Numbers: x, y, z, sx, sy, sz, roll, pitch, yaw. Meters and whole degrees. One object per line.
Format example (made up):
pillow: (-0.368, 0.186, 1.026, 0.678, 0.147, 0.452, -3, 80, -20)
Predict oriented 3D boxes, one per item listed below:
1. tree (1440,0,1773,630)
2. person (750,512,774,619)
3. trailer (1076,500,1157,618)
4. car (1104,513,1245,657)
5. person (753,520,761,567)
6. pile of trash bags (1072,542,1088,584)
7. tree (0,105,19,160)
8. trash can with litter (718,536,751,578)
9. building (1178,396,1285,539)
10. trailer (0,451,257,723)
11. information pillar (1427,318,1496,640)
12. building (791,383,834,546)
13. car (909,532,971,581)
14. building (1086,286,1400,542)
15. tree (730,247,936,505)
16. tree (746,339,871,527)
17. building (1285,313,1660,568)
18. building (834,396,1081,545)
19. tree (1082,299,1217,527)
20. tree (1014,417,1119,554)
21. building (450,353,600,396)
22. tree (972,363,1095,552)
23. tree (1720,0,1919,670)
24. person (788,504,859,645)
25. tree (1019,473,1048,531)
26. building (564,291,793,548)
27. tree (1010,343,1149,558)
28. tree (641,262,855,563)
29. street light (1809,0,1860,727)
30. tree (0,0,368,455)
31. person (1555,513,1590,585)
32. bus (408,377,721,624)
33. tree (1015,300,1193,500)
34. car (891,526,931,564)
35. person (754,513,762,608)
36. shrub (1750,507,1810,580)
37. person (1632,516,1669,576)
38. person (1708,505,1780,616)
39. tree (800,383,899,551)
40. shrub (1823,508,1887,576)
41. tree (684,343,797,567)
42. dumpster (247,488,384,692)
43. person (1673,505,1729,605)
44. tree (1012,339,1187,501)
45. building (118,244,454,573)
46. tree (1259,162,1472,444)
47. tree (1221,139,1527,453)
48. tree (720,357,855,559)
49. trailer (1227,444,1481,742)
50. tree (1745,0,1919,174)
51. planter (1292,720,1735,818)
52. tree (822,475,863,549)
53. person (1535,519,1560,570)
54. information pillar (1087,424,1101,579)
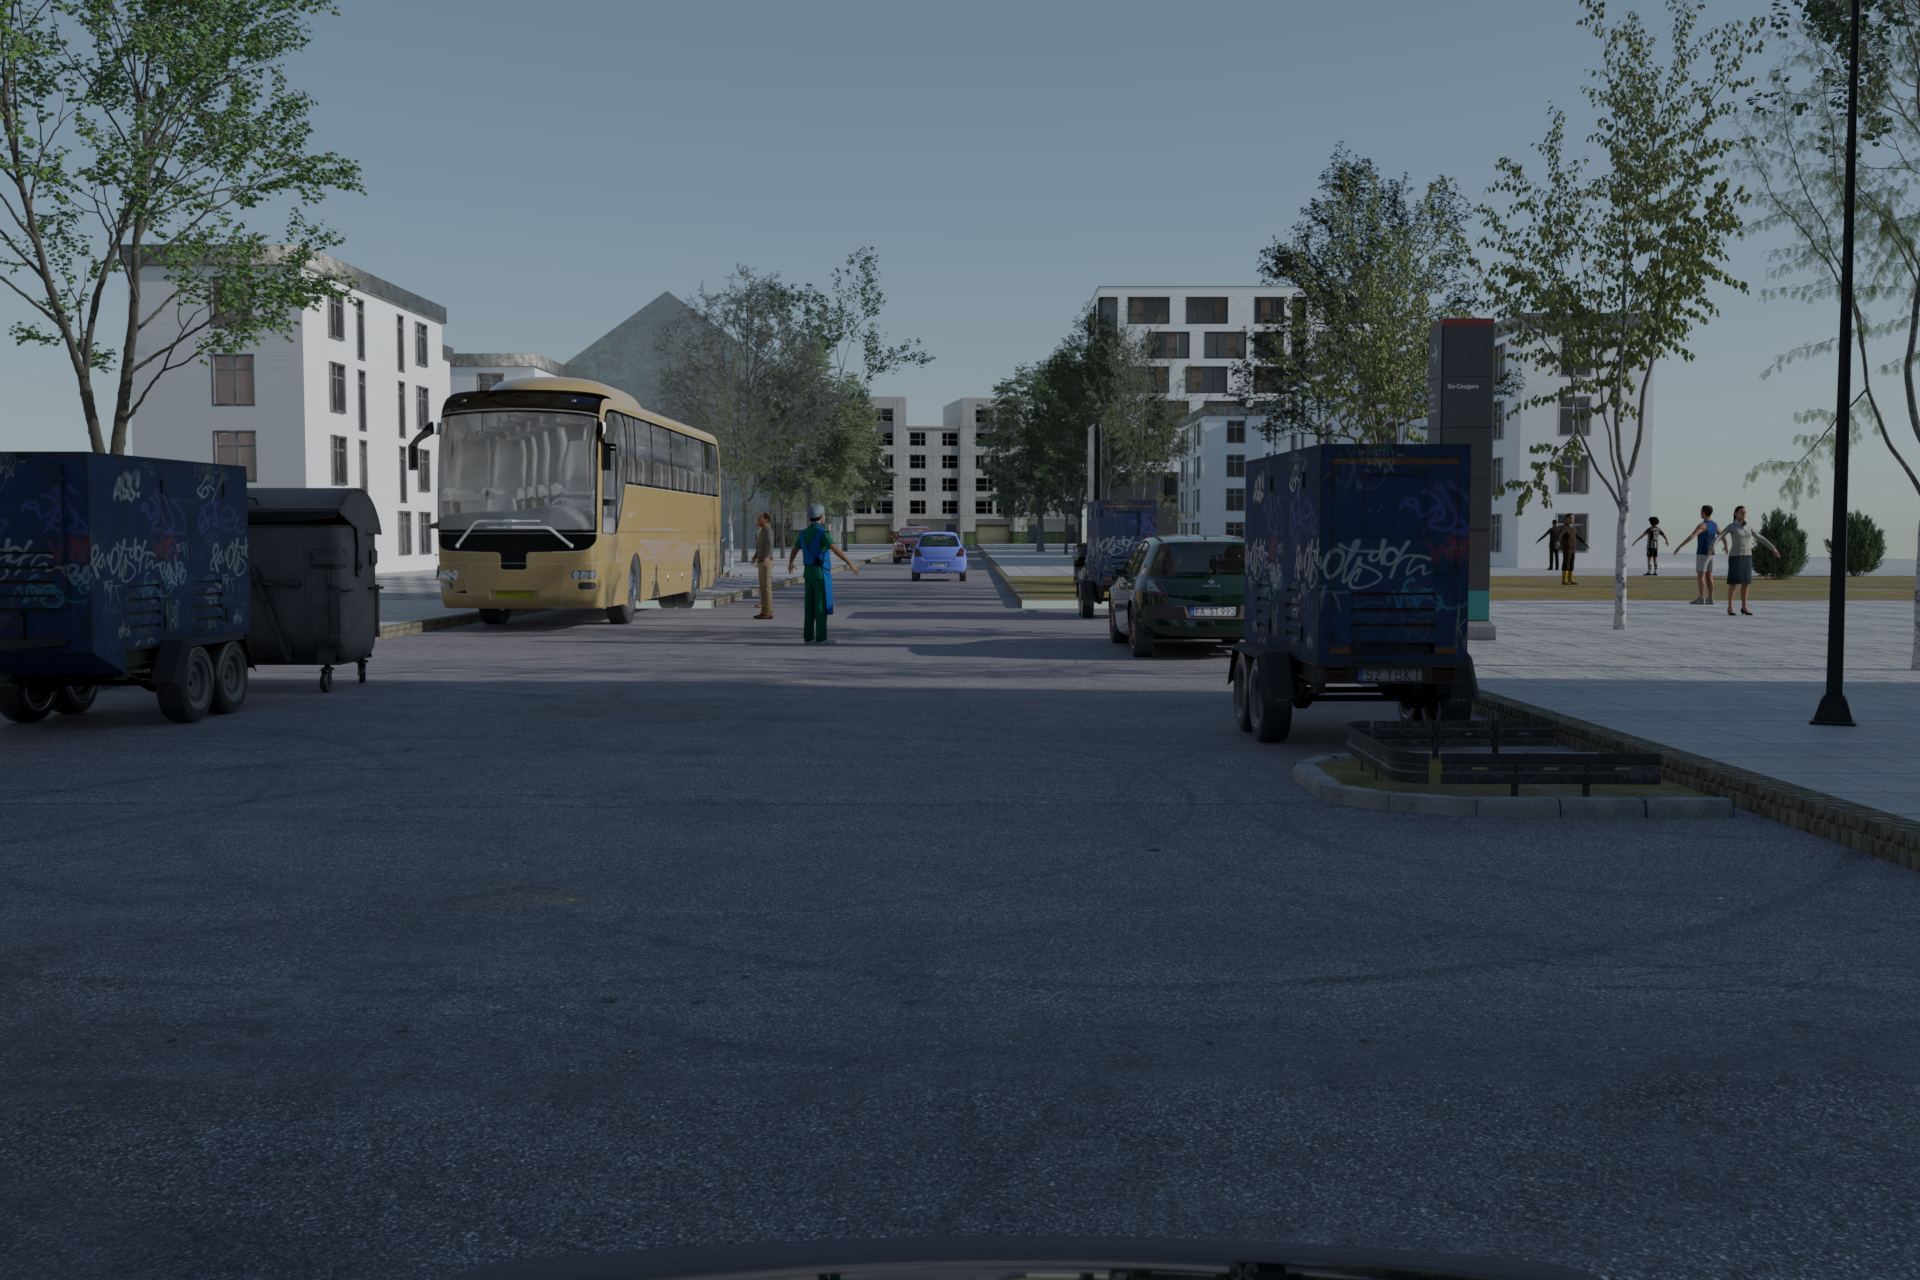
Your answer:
tree: (8.833, -4.457, 23.237, 4.737, 8.622, 4.395, 0, 3, 0)
person: (-3.315, -1.253, 29.220, 0.705, 1.796, 1.348, -1, 4, -16)
trailer: (2.786, -1.440, 30.601, 1.471, 1.999, 3.904, 0, 4, 0)
car: (2.840, -0.719, 21.551, 2.009, 1.686, 4.222, 0, 4, 0)
person: (-7.780, -3.722, 66.707, 0.705, 1.847, 1.347, -1, 4, -12)
pile of trash bags: (3.860, -2.152, 44.933, 1.912, 1.369, 3.447, 0, 4, 1)
tree: (-12.270, -4.124, 17.783, 4.737, 8.622, 4.395, 0, 3, 0)
trash can with litter: (-6.974, -2.488, 51.735, 1.678, 1.210, 2.233, 0, 4, 1)
building: (20.505, -10.514, 114.048, 9.099, 9.664, 28.070, 0, 4, 0)
trailer: (-6.499, -0.348, 12.739, 1.471, 1.999, 3.904, 0, 3, 0)
information pillar: (6.089, -1.942, 21.132, 0.750, 3.857, 0.750, 0, 4, 1)
building: (-24.219, -20.627, 203.709, 16.747, 18.905, 31.486, 0, 4, -1)
car: (-0.636, -2.698, 53.706, 1.945, 1.707, 3.694, 0, 4, 0)
building: (25.432, -19.278, 159.171, 27.936, 21.610, 32.646, 0, 4, 0)
tree: (-8.318, -15.759, 113.546, 12.611, 20.169, 13.585, 0, 3, 0)
tree: (-8.826, -11.159, 100.580, 7.486, 12.596, 7.792, 0, 3, 0)
building: (21.978, -8.420, 79.822, 9.099, 9.664, 28.070, 0, 3, 0)
building: (-1.000, -22.132, 230.768, 31.486, 18.905, 16.747, -1, 4, -9)
tree: (5.629, -6.368, 54.477, 4.360, 8.622, 3.978, 0, 3, 0)
tree: (6.980, -10.695, 109.282, 7.601, 10.594, 8.767, -3, 4, -36)
building: (-24.189, -9.325, 94.616, 9.099, 9.664, 28.070, 0, 3, 0)
tree: (5.770, -13.406, 125.839, 9.857, 13.997, 8.962, 0, 3, 0)
tree: (8.953, -4.008, 15.894, 4.360, 8.622, 3.978, 0, 3, 0)
person: (-1.840, -0.854, 22.549, 1.347, 1.817, 0.704, 3, 5, 45)
tree: (6.215, -11.598, 139.985, 4.737, 8.622, 4.395, 0, 3, 0)
building: (-26.347, -20.493, 165.983, 19.493, 23.208, 18.063, 0, 4, 1)
tree: (6.377, -10.169, 92.022, 9.928, 11.665, 9.643, 0, 3, 0)
tree: (-9.586, -10.217, 77.419, 12.009, 13.543, 11.850, 0, 3, 0)
street light: (6.447, -2.384, 11.521, 1.470, 5.913, 1.316, 0, 3, 0)
tree: (-12.986, -6.139, 26.130, 9.928, 11.665, 9.643, 0, 3, 0)
person: (15.410, -2.301, 43.756, 1.346, 1.812, 0.704, -3, 4, -36)
bus: (-6.401, -2.403, 30.844, 2.896, 3.916, 12.252, 0, 4, 1)
tree: (5.740, -8.291, 69.966, 7.601, 10.594, 8.767, -1, 4, -12)
car: (-2.228, -4.681, 85.215, 2.281, 1.827, 5.304, 0, 3, 0)
person: (-3.856, -1.558, 33.791, 0.705, 1.847, 1.347, -1, 4, -10)
shrub: (23.035, -2.734, 48.740, 1.661, 2.075, 1.752, 0, 3, 0)
person: (21.360, -2.894, 53.465, 1.345, 1.843, 0.704, -1, 4, -18)
person: (12.330, -1.251, 27.289, 1.217, 1.735, 0.721, -1, 4, -9)
tree: (-8.336, -12.866, 128.484, 7.486, 12.596, 7.792, 0, 3, 0)
shrub: (27.213, -2.972, 52.641, 1.661, 2.075, 1.752, 0, 3, 0)
tree: (-9.092, -7.159, 67.413, 4.360, 8.622, 3.978, 0, 3, 0)
dumpster: (-6.446, -0.482, 16.092, 1.865, 1.857, 1.264, 0, 3, 0)
person: (13.555, -1.552, 31.539, 1.345, 1.807, 0.704, -2, 4, -26)
tree: (6.366, -8.912, 80.121, 8.767, 10.594, 7.601, 1, 4, 10)
building: (-23.571, -7.474, 64.346, 9.099, 9.664, 28.070, 0, 4, 0)
tree: (8.222, -5.110, 33.914, 4.737, 8.622, 4.395, 0, 3, 0)
tree: (9.799, -6.556, 41.607, 7.601, 10.594, 8.767, 0, 4, 5)
tree: (-9.068, -9.536, 90.322, 8.767, 10.594, 7.601, 2, 4, 28)
trailer: (2.731, -0.360, 12.939, 1.471, 1.999, 3.904, 0, 4, -1)
tree: (24.759, -11.210, 39.171, 12.611, 20.169, 13.585, 0, 3, 0)
planter: (2.935, 0.697, 9.747, 1.991, 0.319, 1.994, 0, 4, 1)
tree: (-9.503, -11.343, 135.820, 4.360, 8.622, 3.978, 0, 3, 0)
person: (21.061, -3.376, 61.430, 1.346, 1.802, 0.704, -1, 4, -13)
information pillar: (2.924, -2.838, 37.711, 0.184, 3.620, 1.656, 0, 3, 0)
